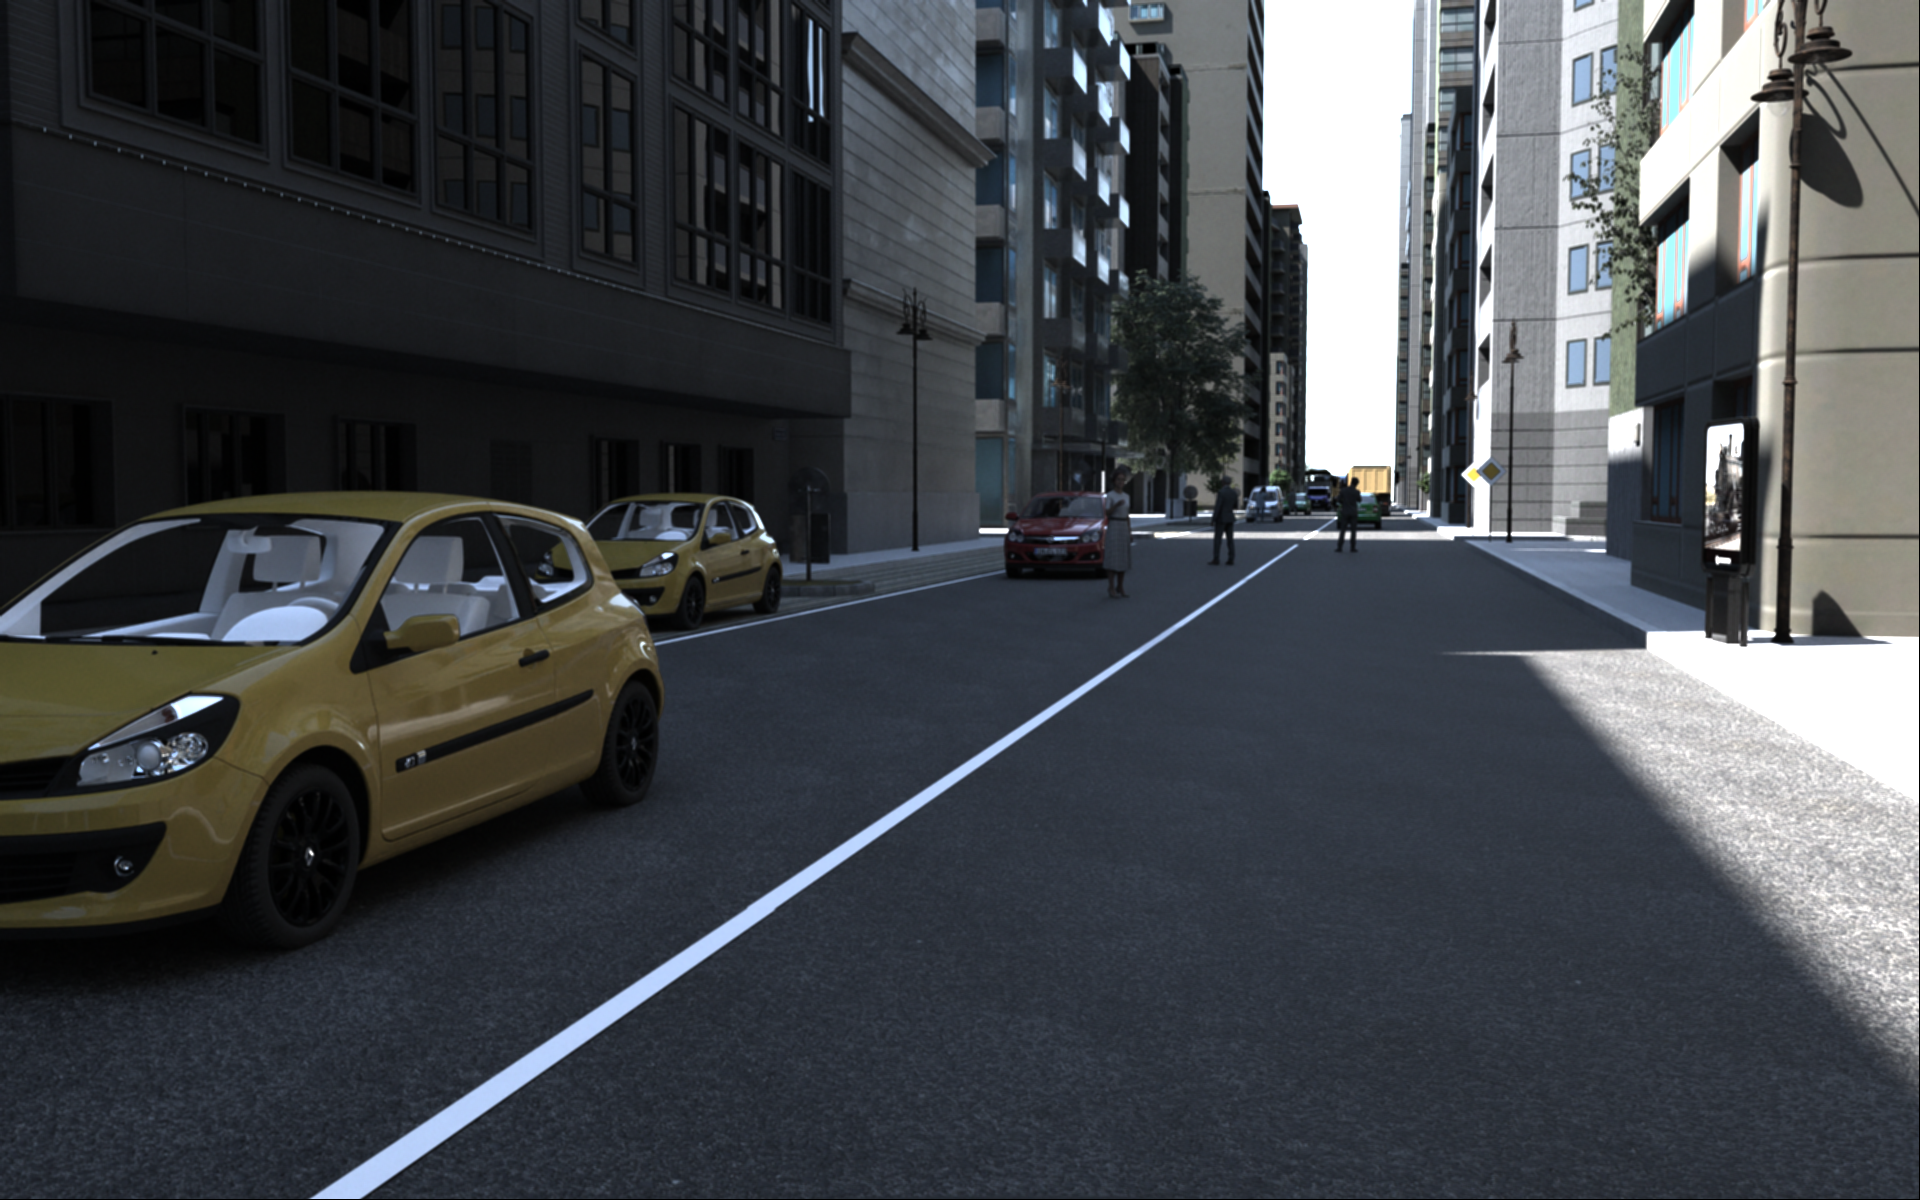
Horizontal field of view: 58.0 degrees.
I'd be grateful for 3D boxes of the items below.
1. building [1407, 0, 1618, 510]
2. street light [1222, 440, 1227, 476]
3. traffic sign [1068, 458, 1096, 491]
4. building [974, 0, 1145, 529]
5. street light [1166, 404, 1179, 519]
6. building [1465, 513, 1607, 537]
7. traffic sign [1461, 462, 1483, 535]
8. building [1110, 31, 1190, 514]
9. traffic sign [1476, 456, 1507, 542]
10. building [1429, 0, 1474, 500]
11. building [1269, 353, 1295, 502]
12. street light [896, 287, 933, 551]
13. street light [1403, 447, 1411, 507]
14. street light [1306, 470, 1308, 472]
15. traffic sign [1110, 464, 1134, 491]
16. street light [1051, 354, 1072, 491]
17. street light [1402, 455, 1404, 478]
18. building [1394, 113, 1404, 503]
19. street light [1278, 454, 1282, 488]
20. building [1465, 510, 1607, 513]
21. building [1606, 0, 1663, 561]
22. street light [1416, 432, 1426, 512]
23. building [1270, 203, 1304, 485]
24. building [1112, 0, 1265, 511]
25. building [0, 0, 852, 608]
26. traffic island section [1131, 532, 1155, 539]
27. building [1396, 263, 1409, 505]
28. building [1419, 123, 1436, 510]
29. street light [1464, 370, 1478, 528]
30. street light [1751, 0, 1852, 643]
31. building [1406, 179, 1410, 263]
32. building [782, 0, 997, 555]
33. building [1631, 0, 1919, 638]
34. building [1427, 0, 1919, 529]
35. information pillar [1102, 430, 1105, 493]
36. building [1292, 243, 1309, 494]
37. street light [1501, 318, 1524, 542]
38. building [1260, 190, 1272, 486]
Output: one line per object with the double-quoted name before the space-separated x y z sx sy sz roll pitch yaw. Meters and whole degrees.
"building" 58.368 -39.226 183.338 21.231 58.520 28.212 1 4 13
"street light" 18.416 -9.046 120.686 0.468 5.910 1.993 1 4 13
"traffic sign" 3.439 -2.765 48.849 0.795 2.450 0.064 1 4 13
"building" -4.574 -27.980 77.088 23.786 49.044 30.456 1 4 13
"street light" 10.861 -7.088 88.672 0.468 5.910 1.993 1 4 13
"building" 32.244 -31.496 56.962 28.212 58.520 21.231 1 4 13
"traffic sign" 16.027 -3.083 54.054 0.795 2.450 0.064 1 4 13
"building" 7.120 -20.867 112.873 14.160 30.474 14.107 1 4 13
"traffic sign" 14.180 -2.608 46.284 0.795 2.450 0.064 1 4 13
"building" 39.530 -26.572 118.045 14.154 41.232 14.086 1 4 13
"building" 29.470 -23.489 229.080 27.650 21.520 28.899 1 4 13
"street light" -1.009 -4.043 38.895 0.468 5.910 1.993 1 4 13
"street light" 43.968 -12.037 169.594 0.468 5.910 1.993 1 4 13
"street light" 55.031 -18.470 274.777 0.468 5.910 1.993 1 4 13
"traffic sign" 5.285 -3.240 56.618 0.795 2.450 0.064 1 4 13
"street light" 3.361 -5.166 57.252 0.468 5.910 1.993 1 4 13
"street light" 51.493 -13.965 201.118 0.468 5.910 1.993 1 4 13
"building" 77.699 -44.243 265.368 21.231 58.520 28.212 1 4 13
"street light" 36.010 -13.590 194.986 0.468 5.910 1.993 1 4 13
"building" 52.264 -37.498 155.098 21.231 58.520 28.212 1 4 13
"building" 21.006 -16.178 36.204 14.160 30.474 14.107 1 4 13
"street light" 33.803 -9.412 126.681 0.468 5.910 1.993 1 4 13
"building" 39.003 -36.766 255.742 22.147 44.769 28.867 1 4 13
"building" 13.450 -31.719 142.301 21.300 48.544 21.600 1 4 13
"building" -11.609 -14.144 24.768 14.314 27.812 24.014 1 4 13
"traffic island section" 5.261 -2.104 56.685 2.009 0.180 2.903 1 4 13
"building" 61.687 -27.137 215.386 14.160 30.474 14.107 1 4 13
"building" 43.543 -22.300 136.313 14.160 30.474 14.107 1 4 13
"street light" 18.991 -5.609 64.490 0.468 5.910 1.993 1 4 13
"street light" 7.110 -2.569 14.795 0.468 5.910 1.993 1 4 13
"building" 72.268 -37.704 236.067 23.786 49.044 30.456 1 4 13
"building" -11.699 -15.744 44.802 23.554 28.519 14.401 1 4 13
"building" 19.574 -9.878 6.551 27.650 21.520 28.899 1 4 13
"building" 37.878 -14.675 84.972 27.650 21.520 28.899 1 4 13
"information pillar" 5.221 -4.383 63.021 0.183 3.616 0.504 0 4 8
"building" 48.001 -36.244 276.184 14.154 41.232 14.086 1 4 13
"street light" 14.572 -4.465 45.783 0.468 5.910 1.993 1 4 13
"building" 21.083 -23.710 159.360 14.160 30.474 14.107 1 4 13
